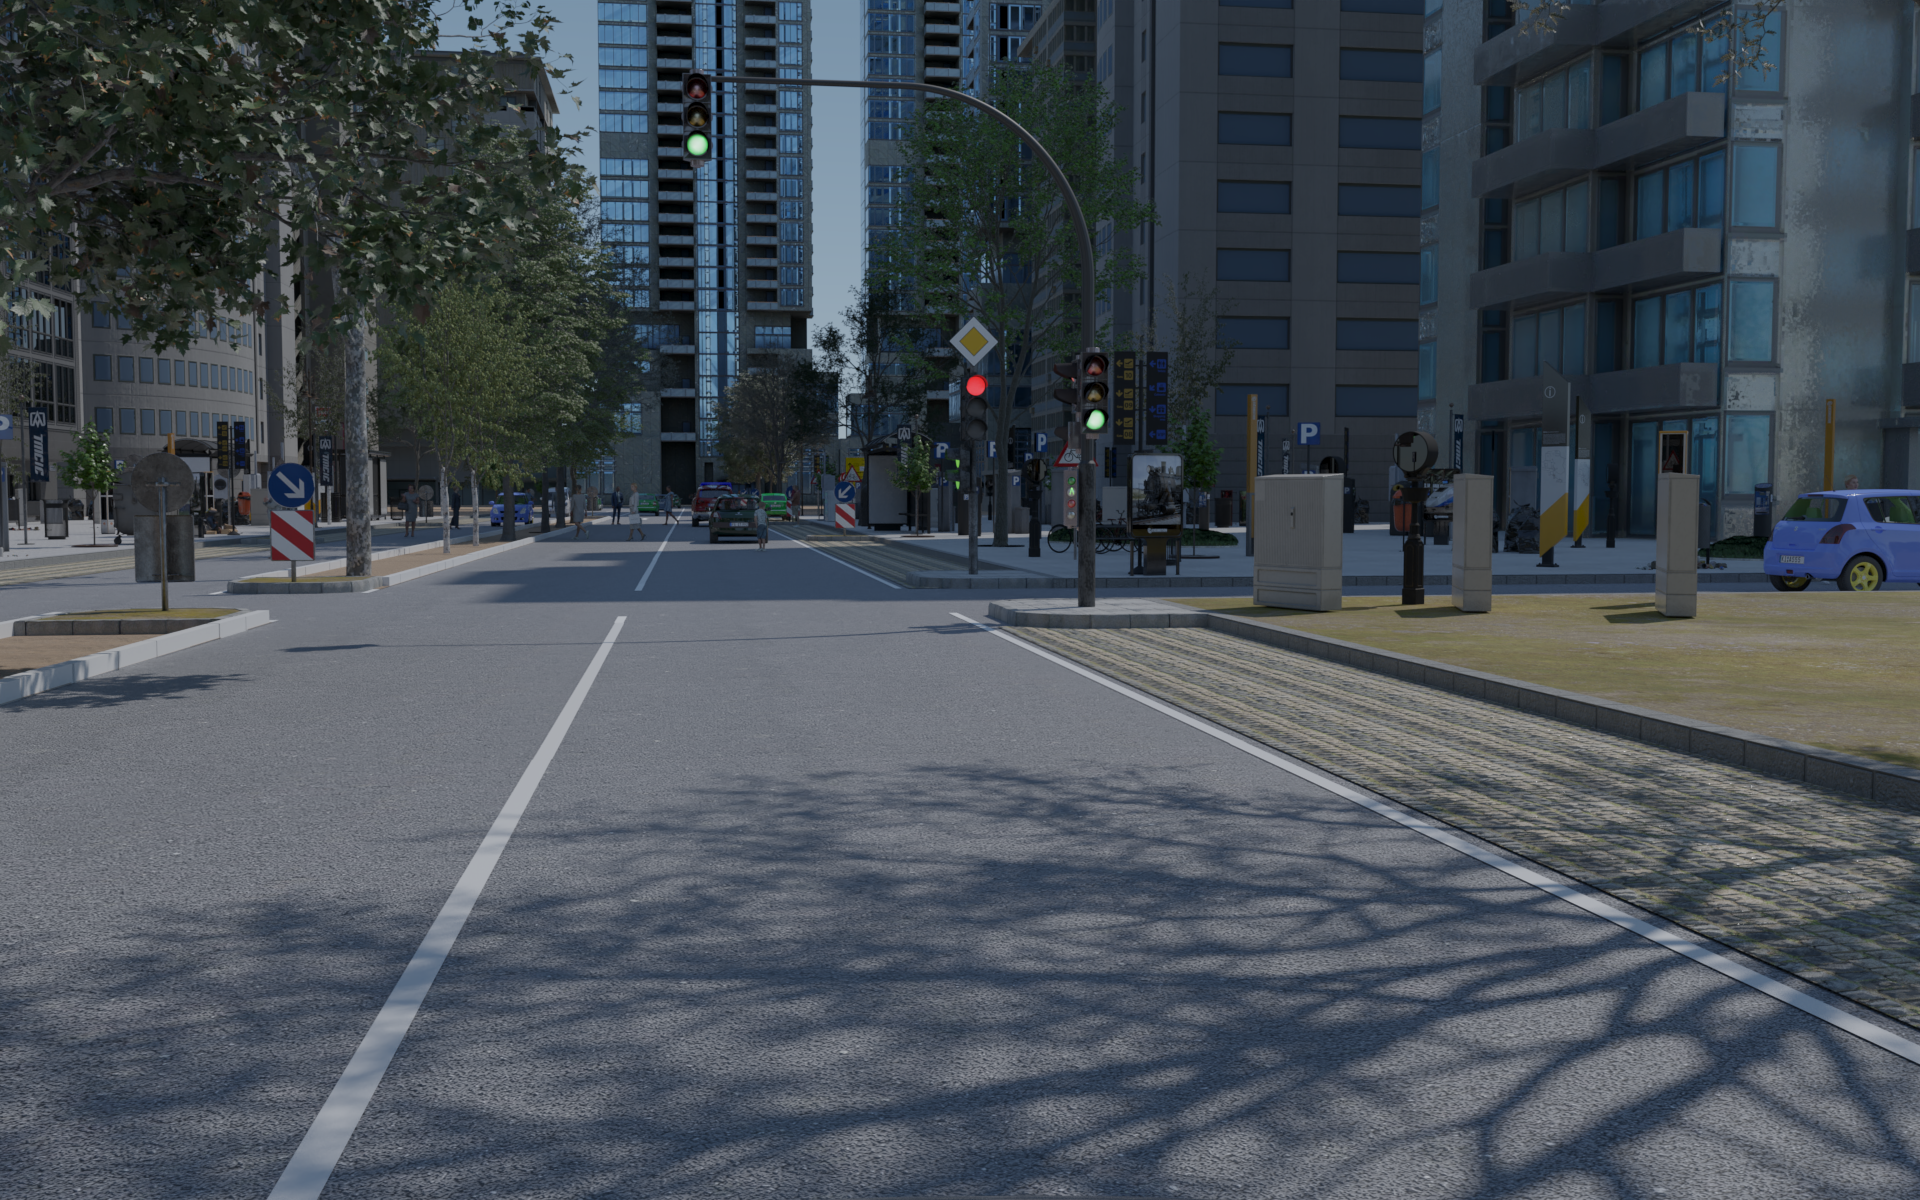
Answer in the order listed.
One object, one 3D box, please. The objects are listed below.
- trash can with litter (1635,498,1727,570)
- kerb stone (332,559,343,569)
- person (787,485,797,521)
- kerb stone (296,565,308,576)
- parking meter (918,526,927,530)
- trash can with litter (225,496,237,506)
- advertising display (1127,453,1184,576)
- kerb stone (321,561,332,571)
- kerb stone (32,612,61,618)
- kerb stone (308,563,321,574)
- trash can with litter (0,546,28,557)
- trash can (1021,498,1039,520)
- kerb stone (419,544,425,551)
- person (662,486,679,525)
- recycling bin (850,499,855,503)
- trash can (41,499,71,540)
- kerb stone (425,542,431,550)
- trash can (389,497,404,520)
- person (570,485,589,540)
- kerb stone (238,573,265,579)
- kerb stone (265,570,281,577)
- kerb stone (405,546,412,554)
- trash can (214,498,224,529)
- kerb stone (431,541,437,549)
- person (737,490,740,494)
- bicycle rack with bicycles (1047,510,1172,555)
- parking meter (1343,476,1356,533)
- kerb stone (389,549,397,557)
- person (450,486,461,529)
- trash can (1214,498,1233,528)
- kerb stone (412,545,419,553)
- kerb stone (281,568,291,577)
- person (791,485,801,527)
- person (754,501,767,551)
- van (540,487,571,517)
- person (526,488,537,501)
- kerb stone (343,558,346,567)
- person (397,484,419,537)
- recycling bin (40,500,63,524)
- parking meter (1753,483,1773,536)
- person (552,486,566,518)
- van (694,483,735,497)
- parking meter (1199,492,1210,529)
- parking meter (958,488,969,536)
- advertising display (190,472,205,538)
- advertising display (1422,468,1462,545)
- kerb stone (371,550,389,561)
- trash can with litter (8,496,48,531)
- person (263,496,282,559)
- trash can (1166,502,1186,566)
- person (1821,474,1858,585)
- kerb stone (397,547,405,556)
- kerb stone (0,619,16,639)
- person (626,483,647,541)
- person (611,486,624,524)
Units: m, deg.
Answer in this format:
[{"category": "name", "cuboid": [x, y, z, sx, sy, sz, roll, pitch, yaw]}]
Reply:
[{"category": "trash can with litter", "cuboid": [12.421, -1.155, 29.946, 2.233, 1.210, 1.678, -2, 4, -28]}, {"category": "kerb stone", "cuboid": [-11.979, -0.659, 33.039, 0.120, 0.150, 1.000, -1, 4, -9]}, {"category": "person", "cuboid": [-7.857, -4.492, 81.722, 0.659, 1.850, 0.755, -3, 4, -37]}, {"category": "kerb stone", "cuboid": [-11.515, -0.477, 30.002, 0.120, 0.150, 1.000, -1, 4, -9]}, {"category": "parking meter", "cuboid": [-1.341, -3.389, 61.116, 0.255, 1.863, 0.399, -2, 4, -33]}, {"category": "trash can with litter", "cuboid": [-40.189, -5.110, 94.940, 0.624, 1.170, 1.055, 3, 4, 36]}, {"category": "advertising display", "cuboid": [3.067, -1.346, 27.221, 0.974, 1.923, 0.123, -2, 4, -26]}, {"category": "kerb stone", "cuboid": [-11.828, -0.601, 32.028, 0.120, 0.150, 1.000, -1, 4, -9]}, {"category": "kerb stone", "cuboid": [-9.711, 0.236, 18.343, 0.120, 0.150, 1.000, -1, 4, -9]}, {"category": "kerb stone", "cuboid": [-11.665, -0.539, 31.014, 0.120, 0.150, 1.000, -1, 4, -9]}, {"category": "trash can with litter", "cuboid": [-20.447, -1.496, 35.524, 2.233, 1.210, 1.678, 1, 4, 22]}, {"category": "trash can", "cuboid": [2.614, -3.226, 64.396, 0.748, 1.137, 0.748, 0, 3, 0]}, {"category": "kerb stone", "cuboid": [-13.545, -1.283, 43.171, 0.120, 0.150, 1.000, -1, 4, -9]}, {"category": "person", "cuboid": [-13.335, -4.345, 79.631, 0.778, 1.811, 0.616, -1, 4, -20]}, {"category": "recycling bin", "cuboid": [-5.983, -5.245, 98.309, 0.722, 1.027, 0.722, 1, 4, 15]}, {"category": "trash can", "cuboid": [-25.471, -2.273, 48.811, 0.748, 1.137, 0.748, 0, 3, 0]}, {"category": "kerb stone", "cuboid": [-13.702, -1.345, 44.181, 0.120, 0.150, 1.000, -1, 4, -9]}, {"category": "trash can", "cuboid": [-27.395, -4.440, 84.242, 0.748, 1.137, 0.748, 0, 3, 0]}, {"category": "person", "cuboid": [-11.920, -2.761, 54.385, 0.760, 1.731, 0.466, 2, 4, 26]}, {"category": "kerb stone", "cuboid": [-11.047, -0.292, 26.971, 0.120, 0.150, 1.000, -1, 4, -9]}, {"category": "kerb stone", "cuboid": [-11.202, -0.354, 27.982, 0.120, 0.150, 1.000, -1, 4, -9]}, {"category": "kerb stone", "cuboid": [-13.229, -1.158, 41.143, 0.120, 0.150, 1.000, -1, 4, -9]}, {"category": "trash can", "cuboid": [-26.113, -2.988, 60.506, 0.748, 1.137, 0.748, 0, 3, 0]}, {"category": "kerb stone", "cuboid": [-13.859, -1.407, 45.204, 0.120, 0.150, 1.000, -1, 4, -9]}, {"category": "person", "cuboid": [-21.931, -10.008, 172.231, 0.705, 1.812, 1.348, 3, 5, 42]}, {"category": "bicycle rack with bicycles", "cuboid": [3.344, -1.479, 37.559, 2.925, 0.926, 2.852, 0, 4, -6]}, {"category": "parking meter", "cuboid": [12.739, -3.123, 56.770, 0.399, 1.863, 0.255, 2, 4, 35]}, {"category": "kerb stone", "cuboid": [-12.915, -1.033, 39.116, 0.120, 0.150, 1.000, -1, 4, -9]}, {"category": "person", "cuboid": [-20.535, -3.759, 70.383, 0.534, 1.772, 0.576, -2, 4, -27]}, {"category": "trash can", "cuboid": [10.006, -3.315, 65.859, 0.748, 1.137, 0.748, 0, 3, 0]}, {"category": "kerb stone", "cuboid": [-13.380, -1.221, 42.162, 0.120, 0.150, 1.000, -1, 4, -9]}, {"category": "kerb stone", "cuboid": [-11.359, -0.412, 28.992, 0.120, 0.150, 1.000, -1, 4, -9]}, {"category": "person", "cuboid": [-7.058, -4.037, 74.485, 0.573, 1.828, 0.580, -3, 5, -41]}, {"category": "person", "cuboid": [-5.000, -1.848, 43.395, 0.332, 1.250, 0.352, 0, 4, 7]}, {"category": "van", "cuboid": [-24.715, -6.079, 106.410, 2.013, 2.044, 4.112, 0, 4, -8]}, {"category": "person", "cuboid": [-30.017, -6.856, 120.584, 0.705, 1.826, 1.348, 2, 4, 33]}, {"category": "kerb stone", "cuboid": [-12.133, -0.725, 34.050, 0.120, 0.150, 1.000, -1, 4, -9]}, {"category": "person", "cuboid": [-18.452, -3.000, 57.910, 0.716, 1.782, 0.532, -1, 4, -12]}, {"category": "recycling bin", "cuboid": [-39.046, -3.785, 74.434, 0.722, 1.027, 0.722, -3, 5, -44]}, {"category": "parking meter", "cuboid": [18.232, -1.891, 39.332, 0.372, 1.533, 0.369, 0, 3, 0]}, {"category": "person", "cuboid": [-18.358, -4.318, 79.206, 0.635, 1.810, 0.391, -3, 4, -38]}, {"category": "van", "cuboid": [-13.328, -5.502, 94.340, 2.240, 2.365, 5.245, -1, 4, -9]}, {"category": "parking meter", "cuboid": [8.699, -3.259, 61.701, 0.372, 1.533, 0.369, 0, 3, 0]}, {"category": "parking meter", "cuboid": [0.118, -2.764, 53.605, 0.372, 1.533, 0.369, 0, 3, 0]}, {"category": "advertising display", "cuboid": [-22.354, -2.786, 50.760, 0.123, 1.923, 0.974, -3, 5, -41]}, {"category": "advertising display", "cuboid": [12.116, -2.344, 43.544, 0.974, 1.923, 0.123, 3, 4, 36]}, {"category": "kerb stone", "cuboid": [-12.759, -0.971, 38.106, 0.120, 0.150, 1.000, -1, 4, -9]}, {"category": "trash can with litter", "cuboid": [-33.091, -3.051, 60.934, 2.233, 1.210, 1.678, 1, 4, 16]}, {"category": "person", "cuboid": [-15.105, -1.800, 38.103, 0.511, 1.800, 0.466, 3, 5, 41]}, {"category": "trash can", "cuboid": [3.680, -1.194, 31.176, 0.748, 1.137, 0.748, 0, 3, 0]}, {"category": "person", "cuboid": [13.896, -1.113, 27.365, 0.598, 1.740, 0.731, 2, 4, 23]}, {"category": "kerb stone", "cuboid": [-13.073, -1.097, 40.129, 0.120, 0.150, 1.000, -1, 4, -9]}, {"category": "kerb stone", "cuboid": [-9.545, 0.297, 17.334, 0.120, 0.150, 1.000, -1, 4, -9]}, {"category": "person", "cuboid": [-9.933, -2.705, 53.076, 0.624, 1.780, 0.694, -1, 4, -8]}, {"category": "person", "cuboid": [-16.255, -4.486, 82.025, 0.721, 1.800, 0.419, -2, 4, -35]}]
